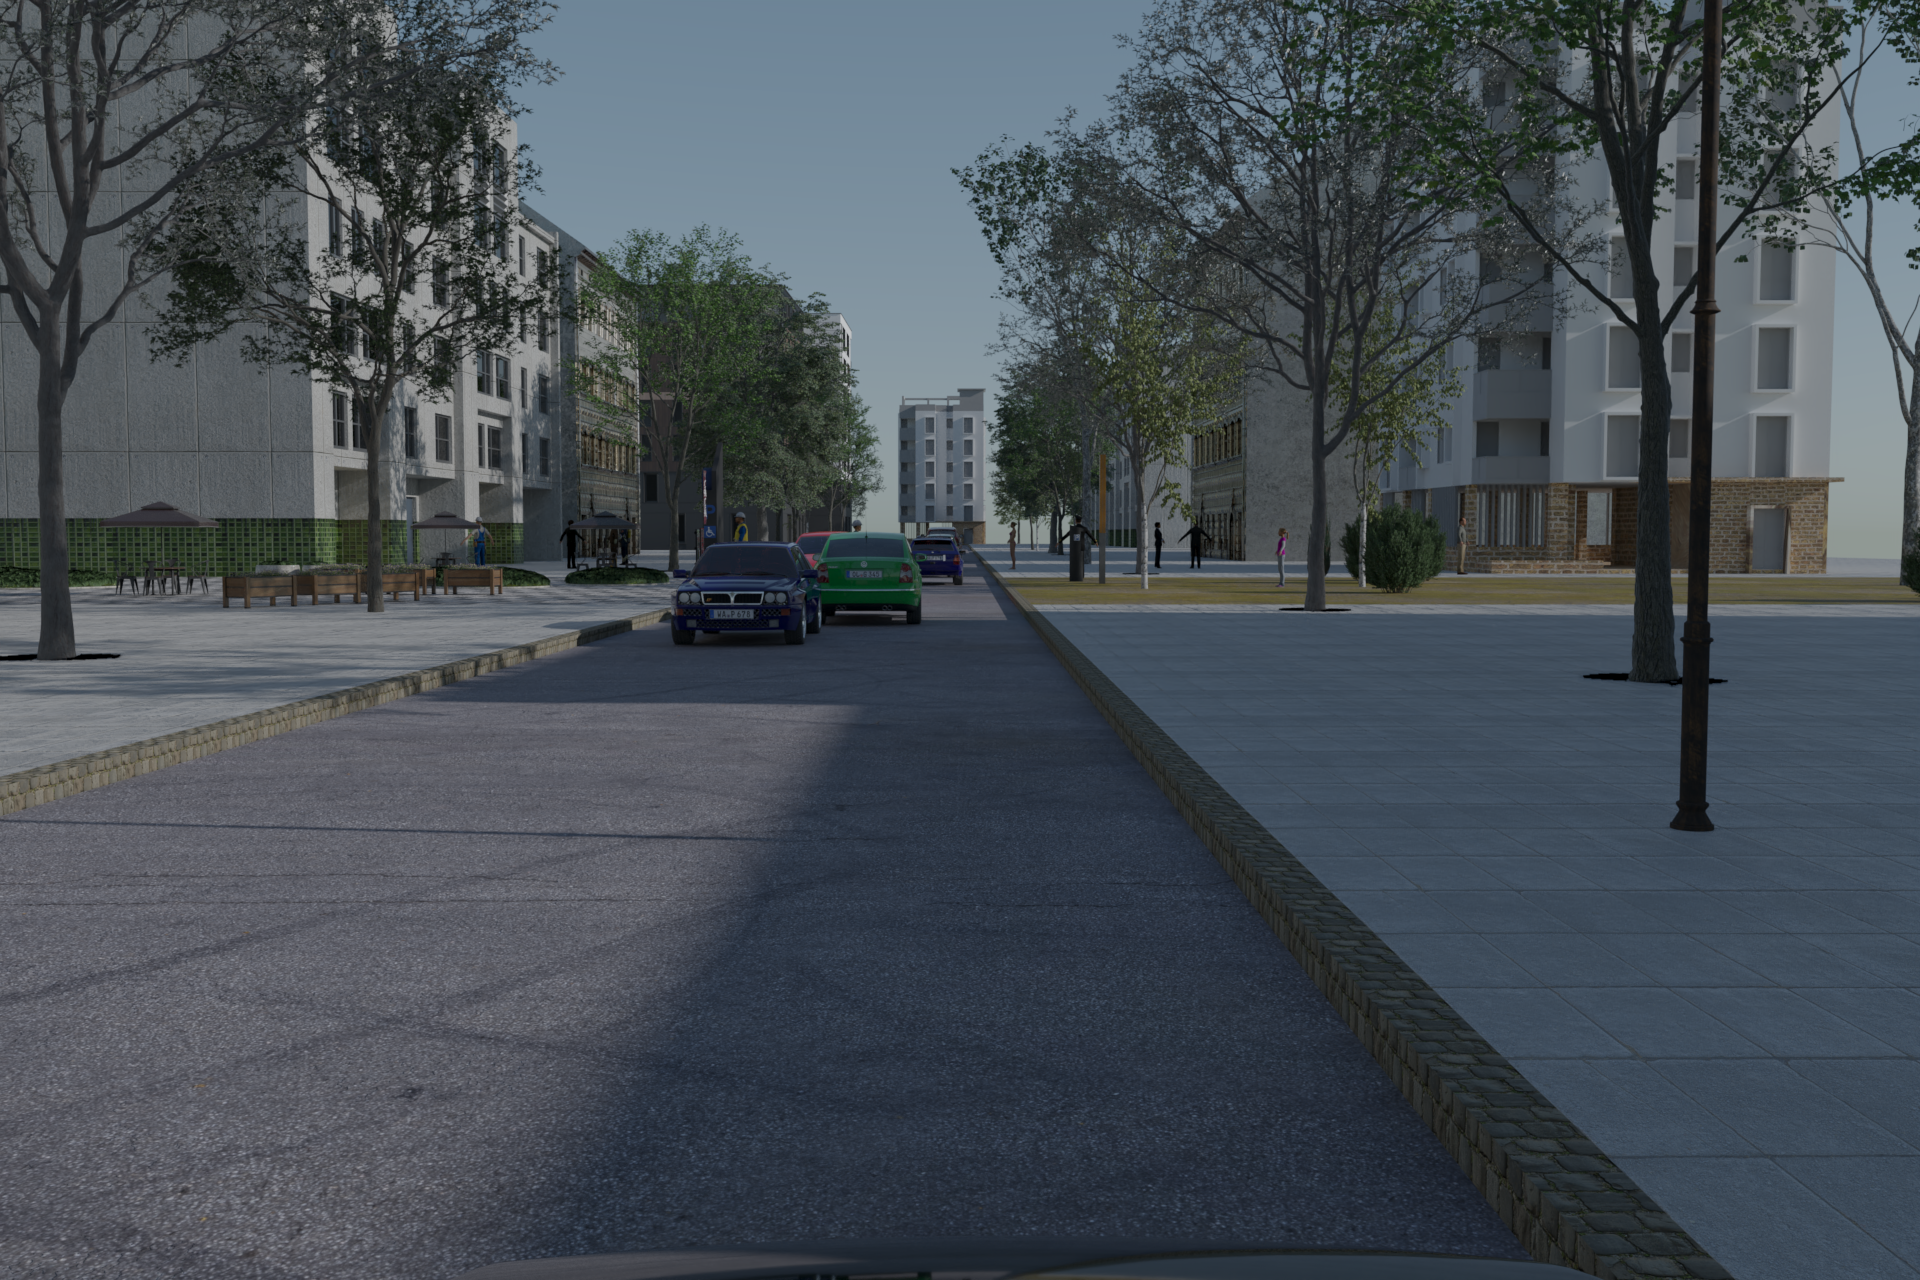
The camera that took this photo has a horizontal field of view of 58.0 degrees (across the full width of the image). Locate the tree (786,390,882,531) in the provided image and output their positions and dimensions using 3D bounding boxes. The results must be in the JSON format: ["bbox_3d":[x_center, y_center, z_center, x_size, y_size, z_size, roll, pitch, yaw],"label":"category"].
[{"bbox_3d":[-9.217,-12.104,123.652,9.928,11.665,9.643,0,3,0],"label":"tree"}]

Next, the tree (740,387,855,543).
[{"bbox_3d":[-10.103,-11.010,105.776,9.928,11.665,9.643,0,3,0],"label":"tree"}]

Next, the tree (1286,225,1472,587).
[{"bbox_3d":[9.999,-5.591,41.783,4.737,8.622,4.395,0,3,0],"label":"tree"}]

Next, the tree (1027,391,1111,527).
[{"bbox_3d":[5.848,-8.272,85.607,4.360,8.622,3.978,0,3,0],"label":"tree"}]

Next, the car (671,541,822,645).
[{"bbox_3d":[-2.867,-0.679,23.684,1.945,1.354,3.894,0,3,0],"label":"car"}]

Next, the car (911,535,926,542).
[{"bbox_3d":[-2.525,-6.903,125.449,1.945,1.354,3.894,0,4,0],"label":"car"}]

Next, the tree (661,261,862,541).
[{"bbox_3d":[-9.207,-10.597,79.915,9.857,13.997,8.962,0,3,0],"label":"tree"}]

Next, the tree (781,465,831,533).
[{"bbox_3d":[-10.021,-10.002,113.902,4.360,8.622,3.978,0,3,0],"label":"tree"}]

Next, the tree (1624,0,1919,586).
[{"bbox_3d":[23.595,-11.511,44.098,12.611,20.169,13.585,0,3,0],"label":"tree"}]

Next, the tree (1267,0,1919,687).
[{"bbox_3d":[5.945,-5.450,14.868,9.928,11.665,9.643,0,3,0],"label":"tree"}]

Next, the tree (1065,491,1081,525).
[{"bbox_3d":[17.370,-18.921,227.487,7.486,12.596,7.792,0,3,0],"label":"tree"}]

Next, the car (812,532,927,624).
[{"bbox_3d":[-1.523,-1.227,28.857,1.959,1.807,4.718,0,4,-1],"label":"car"}]

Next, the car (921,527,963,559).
[{"bbox_3d":[-0.945,-5.058,91.368,2.281,1.827,5.304,0,4,-1],"label":"car"}]

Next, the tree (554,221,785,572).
[{"bbox_3d":[-9.747,-8.120,58.512,9.928,11.665,9.643,0,3,0],"label":"tree"}]

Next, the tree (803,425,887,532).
[{"bbox_3d":[-9.522,-12.374,136.727,8.767,10.594,7.601,1,4,16],"label":"tree"}]

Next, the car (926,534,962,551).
[{"bbox_3d":[-0.899,-4.257,79.387,2.009,1.686,4.222,0,4,0],"label":"car"}]

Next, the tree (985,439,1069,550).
[{"bbox_3d":[5.478,-12.452,138.001,7.601,10.594,8.767,1,4,12],"label":"tree"}]

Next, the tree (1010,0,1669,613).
[{"bbox_3d":[6.072,-7.223,28.462,12.009,13.543,11.850,0,3,0],"label":"tree"}]

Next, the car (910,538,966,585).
[{"bbox_3d":[-0.794,-2.269,49.683,1.945,1.354,3.894,0,4,-1],"label":"car"}]

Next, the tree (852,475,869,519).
[{"bbox_3d":[-15.370,-17.908,227.200,7.601,10.594,8.767,1,4,9],"label":"tree"}]

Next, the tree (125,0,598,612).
[{"bbox_3d":[-9.727,-5.714,27.830,8.767,10.594,7.601,1,4,17],"label":"tree"}]

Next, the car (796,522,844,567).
[{"bbox_3d":[-2.732,-1.673,36.389,2.155,1.783,4.494,0,4,0],"label":"car"}]

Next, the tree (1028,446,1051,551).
[{"bbox_3d":[6.005,-11.006,130.305,4.737,8.622,4.395,0,3,0],"label":"tree"}]

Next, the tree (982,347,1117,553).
[{"bbox_3d":[6.213,-12.751,115.126,9.857,13.997,8.962,0,3,0],"label":"tree"}]

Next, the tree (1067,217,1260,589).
[{"bbox_3d":[4.524,-5.496,40.215,4.737,8.622,4.395,0,3,0],"label":"tree"}]

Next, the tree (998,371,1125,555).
[{"bbox_3d":[6.139,-10.946,104.720,9.928,11.665,9.643,0,3,0],"label":"tree"}]

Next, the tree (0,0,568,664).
[{"bbox_3d":[-9.301,-6.551,17.478,12.009,13.543,11.850,0,3,0],"label":"tree"}]

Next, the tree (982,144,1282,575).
[{"bbox_3d":[5.658,-8.825,54.661,12.009,13.543,11.850,0,3,0],"label":"tree"}]

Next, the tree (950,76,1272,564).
[{"bbox_3d":[6.325,-13.229,72.178,12.611,20.169,13.585,0,3,0],"label":"tree"}]

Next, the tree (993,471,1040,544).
[{"bbox_3d":[8.102,-18.834,226.057,7.486,12.596,7.792,0,3,0],"label":"tree"}]

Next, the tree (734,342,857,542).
[{"bbox_3d":[-9.559,-10.188,92.330,9.928,11.665,9.643,0,3,0],"label":"tree"}]

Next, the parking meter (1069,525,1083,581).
[{"bbox_3d":[3.156,-2.359,46.985,0.372,1.533,0.369,0,3,0],"label":"parking meter"}]
